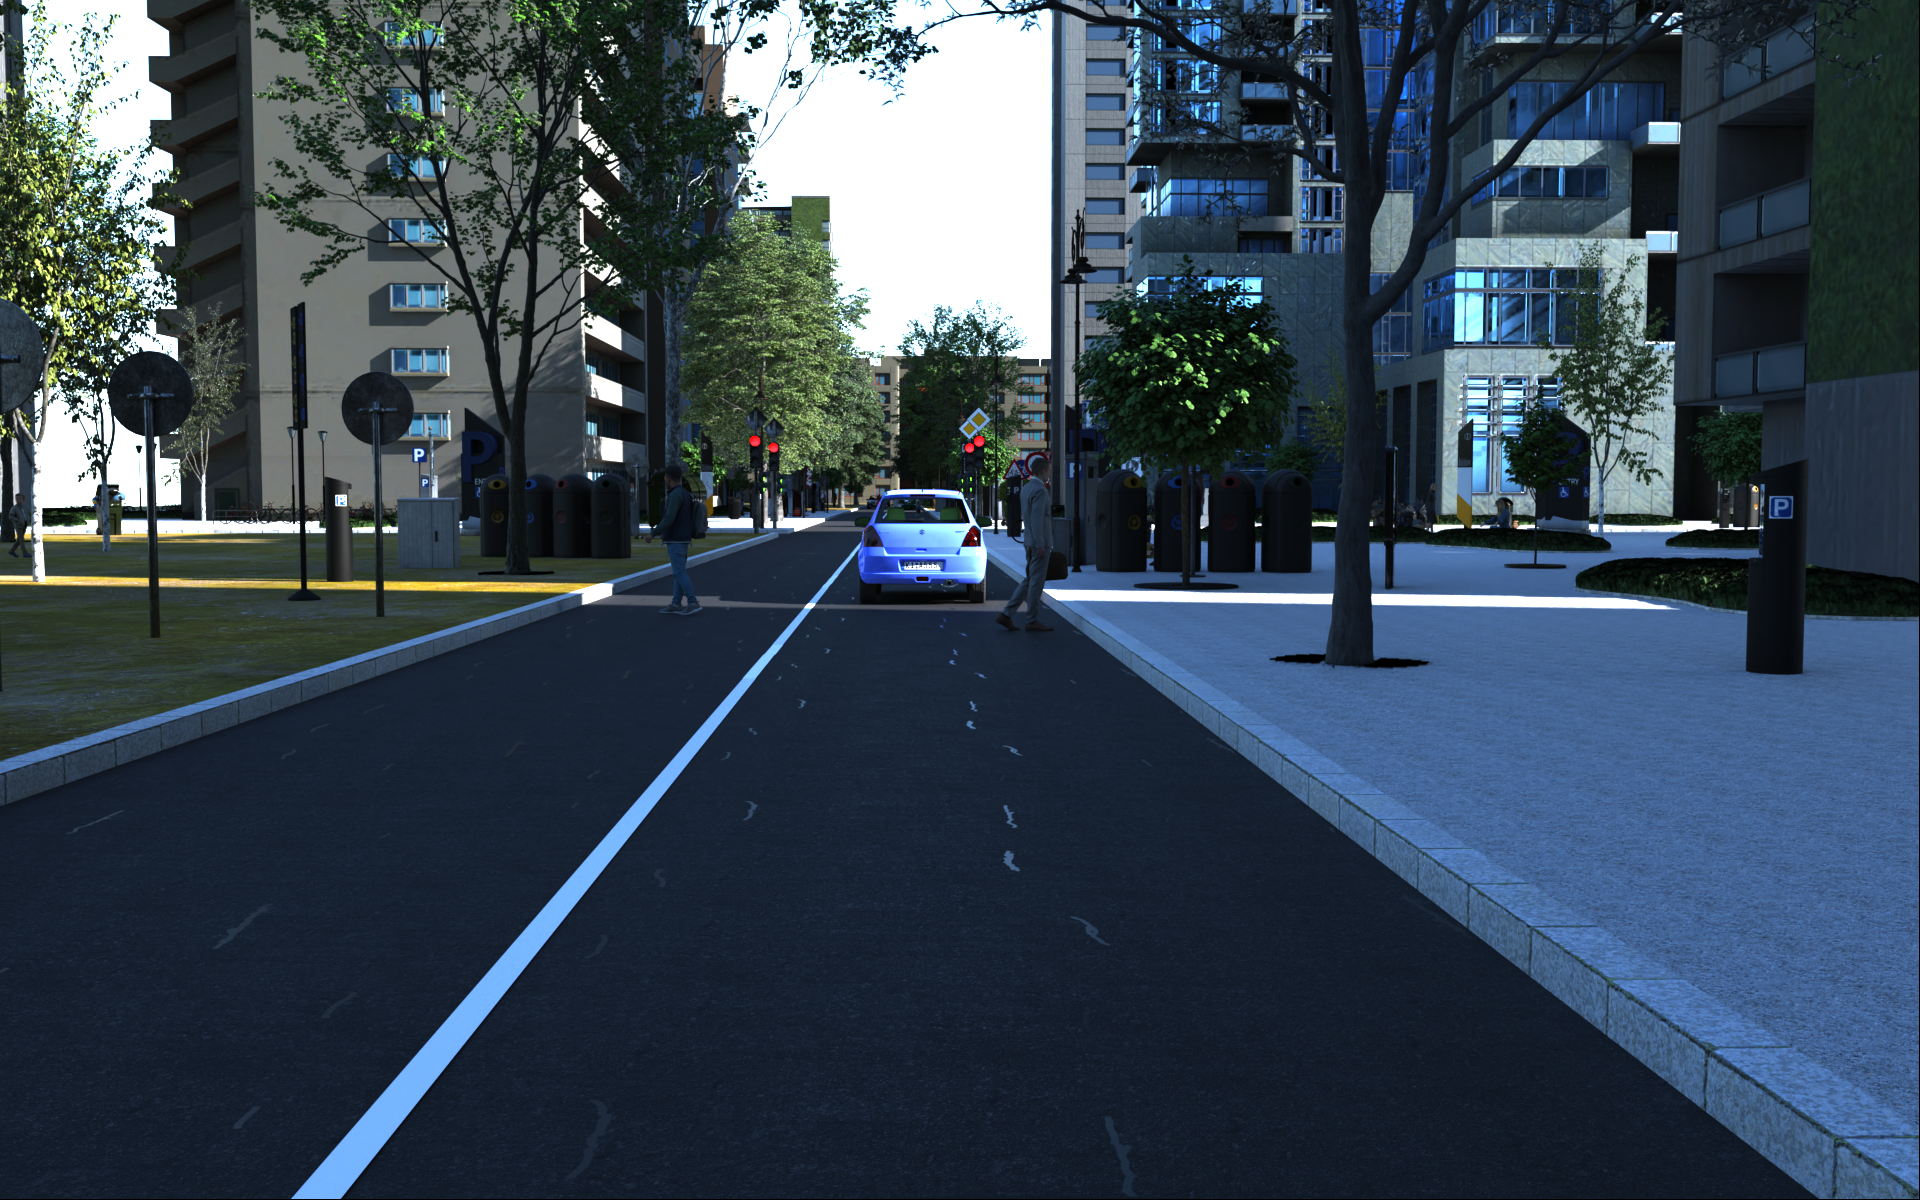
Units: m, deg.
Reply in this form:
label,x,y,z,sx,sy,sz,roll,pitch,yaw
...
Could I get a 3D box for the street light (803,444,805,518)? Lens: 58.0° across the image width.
label,x,y,z,sx,sy,sz,roll,pitch,yaw
street light,-8.226,-7.241,91.177,0.468,5.910,1.993,0,4,-2

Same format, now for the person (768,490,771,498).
label,x,y,z,sx,sy,sz,roll,pitch,yaw
person,-20.507,-10.979,186.275,1.217,1.743,0.721,0,4,-6

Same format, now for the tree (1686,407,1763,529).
label,x,y,z,sx,sy,sz,roll,pitch,yaw
tree,24.693,-4.329,54.487,4.285,4.588,4.351,0,3,0

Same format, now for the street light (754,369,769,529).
label,x,y,z,sx,sy,sz,roll,pitch,yaw
street light,-7.336,-5.587,64.130,0.468,5.910,1.993,0,4,-2

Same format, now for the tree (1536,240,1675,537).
label,x,y,z,sx,sy,sz,roll,pitch,yaw
tree,18.605,-6.088,49.907,4.737,8.622,4.395,0,3,0

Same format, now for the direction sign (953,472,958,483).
label,x,y,z,sx,sy,sz,roll,pitch,yaw
direction sign,-0.324,-8.261,127.056,0.379,3.537,0.876,-1,4,-21

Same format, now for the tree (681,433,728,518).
label,x,y,z,sx,sy,sz,roll,pitch,yaw
tree,-13.896,-6.670,92.772,4.285,4.588,4.351,0,3,0

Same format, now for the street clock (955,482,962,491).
label,x,y,z,sx,sy,sz,roll,pitch,yaw
street clock,0.018,-4.954,85.564,0.358,2.002,0.471,-3,5,-44

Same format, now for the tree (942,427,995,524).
label,x,y,z,sx,sy,sz,roll,pitch,yaw
tree,0.870,-5.600,75.269,4.285,4.588,4.351,0,3,0

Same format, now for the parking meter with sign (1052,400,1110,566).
label,x,y,z,sx,sy,sz,roll,pitch,yaw
parking meter with sign,2.180,-2.150,31.414,0.543,3.016,1.738,2,4,25

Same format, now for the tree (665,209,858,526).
label,x,y,z,sx,sy,sz,roll,pitch,yaw
tree,-8.046,-9.289,70.003,7.486,12.596,7.792,0,3,0

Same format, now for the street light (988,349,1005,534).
label,x,y,z,sx,sy,sz,roll,pitch,yaw
street light,1.155,-5.049,55.337,0.468,5.910,1.993,0,4,-2

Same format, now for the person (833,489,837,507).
label,x,y,z,sx,sy,sz,roll,pitch,yaw
person,-12.302,-10.024,170.488,0.434,1.755,0.990,1,4,14

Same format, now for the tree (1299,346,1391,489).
label,x,y,z,sx,sy,sz,roll,pitch,yaw
tree,18.684,-8.160,83.778,4.737,8.622,4.395,0,3,0

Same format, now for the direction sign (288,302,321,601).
label,x,y,z,sx,sy,sz,roll,pitch,yaw
direction sign,-7.941,-1.766,20.869,0.379,3.537,0.876,-2,4,-30

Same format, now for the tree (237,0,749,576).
label,x,y,z,sx,sy,sz,roll,pitch,yaw
tree,-7.131,-6.200,27.121,9.928,11.665,9.643,0,3,0

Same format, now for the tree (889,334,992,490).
label,x,y,z,sx,sy,sz,roll,pitch,yaw
tree,-1.212,-12.434,121.425,7.486,12.596,7.792,0,3,0

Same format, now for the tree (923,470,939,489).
label,x,y,z,sx,sy,sz,roll,pitch,yaw
tree,-2.980,-15.687,206.841,4.360,8.622,3.978,0,3,0

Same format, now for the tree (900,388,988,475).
label,x,y,z,sx,sy,sz,roll,pitch,yaw
tree,-1.113,-12.842,144.379,8.767,10.594,7.601,1,4,10

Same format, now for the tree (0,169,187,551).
label,x,y,z,sx,sy,sz,roll,pitch,yaw
tree,-19.328,-5.387,38.446,4.360,8.622,3.978,0,3,0

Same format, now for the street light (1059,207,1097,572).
label,x,y,z,sx,sy,sz,roll,pitch,yaw
street light,1.914,-3.394,28.286,0.468,5.910,1.993,0,4,-2

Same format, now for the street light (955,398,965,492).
label,x,y,z,sx,sy,sz,roll,pitch,yaw
street light,0.031,-6.783,83.683,0.468,5.910,1.993,0,4,-2

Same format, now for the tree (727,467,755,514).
label,x,y,z,sx,sy,sz,roll,pitch,yaw
tree,-14.143,-7.084,110.421,1.663,3.219,1.824,0,3,0

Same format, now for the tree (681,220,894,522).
label,x,y,z,sx,sy,sz,roll,pitch,yaw
tree,-8.452,-10.640,80.622,9.857,13.997,8.962,0,3,0

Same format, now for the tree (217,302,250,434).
label,x,y,z,sx,sy,sz,roll,pitch,yaw
tree,-29.031,-7.060,65.796,4.360,8.622,3.978,0,3,0

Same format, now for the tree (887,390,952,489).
label,x,y,z,sx,sy,sz,roll,pitch,yaw
tree,-3.319,-16.500,186.776,9.611,12.733,9.660,0,3,0

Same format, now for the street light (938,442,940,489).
label,x,y,z,sx,sy,sz,roll,pitch,yaw
street light,-1.666,-10.153,138.782,0.468,5.910,1.993,0,4,-2

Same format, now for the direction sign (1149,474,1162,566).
label,x,y,z,sx,sy,sz,roll,pitch,yaw
direction sign,3.587,-2.385,30.994,0.876,3.537,0.379,-2,4,-32

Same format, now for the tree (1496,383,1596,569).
label,x,y,z,sx,sy,sz,roll,pitch,yaw
tree,10.165,-2.170,30.085,1.663,3.219,1.824,0,3,0

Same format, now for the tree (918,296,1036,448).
label,x,y,z,sx,sy,sz,roll,pitch,yaw
tree,0.171,-10.172,92.074,9.928,11.665,9.643,0,3,0

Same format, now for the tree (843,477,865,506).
label,x,y,z,sx,sy,sz,roll,pitch,yaw
tree,-11.952,-11.988,190.612,1.663,3.219,1.824,0,3,0

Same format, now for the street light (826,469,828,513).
label,x,y,z,sx,sy,sz,roll,pitch,yaw
street light,-9.084,-8.902,118.339,0.468,5.910,1.993,0,4,-2

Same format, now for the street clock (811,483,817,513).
label,x,y,z,sx,sy,sz,roll,pitch,yaw
street clock,-9.893,-6.862,116.770,0.358,2.002,0.471,3,4,36

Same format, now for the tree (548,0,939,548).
label,x,y,z,sx,sy,sz,roll,pitch,yaw
tree,-5.327,-11.305,40.733,12.611,20.169,13.585,0,3,0

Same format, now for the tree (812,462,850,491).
label,x,y,z,sx,sy,sz,roll,pitch,yaw
tree,-10.598,-9.422,137.771,4.285,4.588,4.351,0,3,0

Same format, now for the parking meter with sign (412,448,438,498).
label,x,y,z,sx,sy,sz,roll,pitch,yaw
parking meter with sign,-20.246,-4.274,66.135,0.543,3.016,1.738,0,4,8

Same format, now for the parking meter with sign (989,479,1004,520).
label,x,y,z,sx,sy,sz,roll,pitch,yaw
parking meter with sign,1.948,-5.391,84.404,0.543,3.016,1.738,3,4,38

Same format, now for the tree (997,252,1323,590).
label,x,y,z,sx,sy,sz,roll,pitch,yaw
tree,3.124,-2.453,23.818,4.285,4.588,4.351,0,3,0

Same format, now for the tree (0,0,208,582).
label,x,y,z,sx,sy,sz,roll,pitch,yaw
tree,-13.462,-4.585,25.326,4.737,8.622,4.395,0,3,0

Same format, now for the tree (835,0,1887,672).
label,x,y,z,sx,sy,sz,roll,pitch,yaw
tree,3.094,-6.255,12.647,12.009,13.543,11.850,0,3,0

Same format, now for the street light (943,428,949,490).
label,x,y,z,sx,sy,sz,roll,pitch,yaw
street light,-0.817,-8.489,111.575,0.468,5.910,1.993,0,4,-2

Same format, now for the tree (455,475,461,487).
label,x,y,z,sx,sy,sz,roll,pitch,yaw
tree,-21.501,-5.004,76.422,1.663,3.219,1.824,0,3,0

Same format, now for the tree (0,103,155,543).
label,x,y,z,sx,sy,sz,roll,pitch,yaw
tree,-25.313,-7.351,45.945,9.928,11.665,9.643,0,3,0

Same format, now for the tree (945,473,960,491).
label,x,y,z,sx,sy,sz,roll,pitch,yaw
tree,-0.348,-8.234,129.223,1.663,3.219,1.824,0,3,0
